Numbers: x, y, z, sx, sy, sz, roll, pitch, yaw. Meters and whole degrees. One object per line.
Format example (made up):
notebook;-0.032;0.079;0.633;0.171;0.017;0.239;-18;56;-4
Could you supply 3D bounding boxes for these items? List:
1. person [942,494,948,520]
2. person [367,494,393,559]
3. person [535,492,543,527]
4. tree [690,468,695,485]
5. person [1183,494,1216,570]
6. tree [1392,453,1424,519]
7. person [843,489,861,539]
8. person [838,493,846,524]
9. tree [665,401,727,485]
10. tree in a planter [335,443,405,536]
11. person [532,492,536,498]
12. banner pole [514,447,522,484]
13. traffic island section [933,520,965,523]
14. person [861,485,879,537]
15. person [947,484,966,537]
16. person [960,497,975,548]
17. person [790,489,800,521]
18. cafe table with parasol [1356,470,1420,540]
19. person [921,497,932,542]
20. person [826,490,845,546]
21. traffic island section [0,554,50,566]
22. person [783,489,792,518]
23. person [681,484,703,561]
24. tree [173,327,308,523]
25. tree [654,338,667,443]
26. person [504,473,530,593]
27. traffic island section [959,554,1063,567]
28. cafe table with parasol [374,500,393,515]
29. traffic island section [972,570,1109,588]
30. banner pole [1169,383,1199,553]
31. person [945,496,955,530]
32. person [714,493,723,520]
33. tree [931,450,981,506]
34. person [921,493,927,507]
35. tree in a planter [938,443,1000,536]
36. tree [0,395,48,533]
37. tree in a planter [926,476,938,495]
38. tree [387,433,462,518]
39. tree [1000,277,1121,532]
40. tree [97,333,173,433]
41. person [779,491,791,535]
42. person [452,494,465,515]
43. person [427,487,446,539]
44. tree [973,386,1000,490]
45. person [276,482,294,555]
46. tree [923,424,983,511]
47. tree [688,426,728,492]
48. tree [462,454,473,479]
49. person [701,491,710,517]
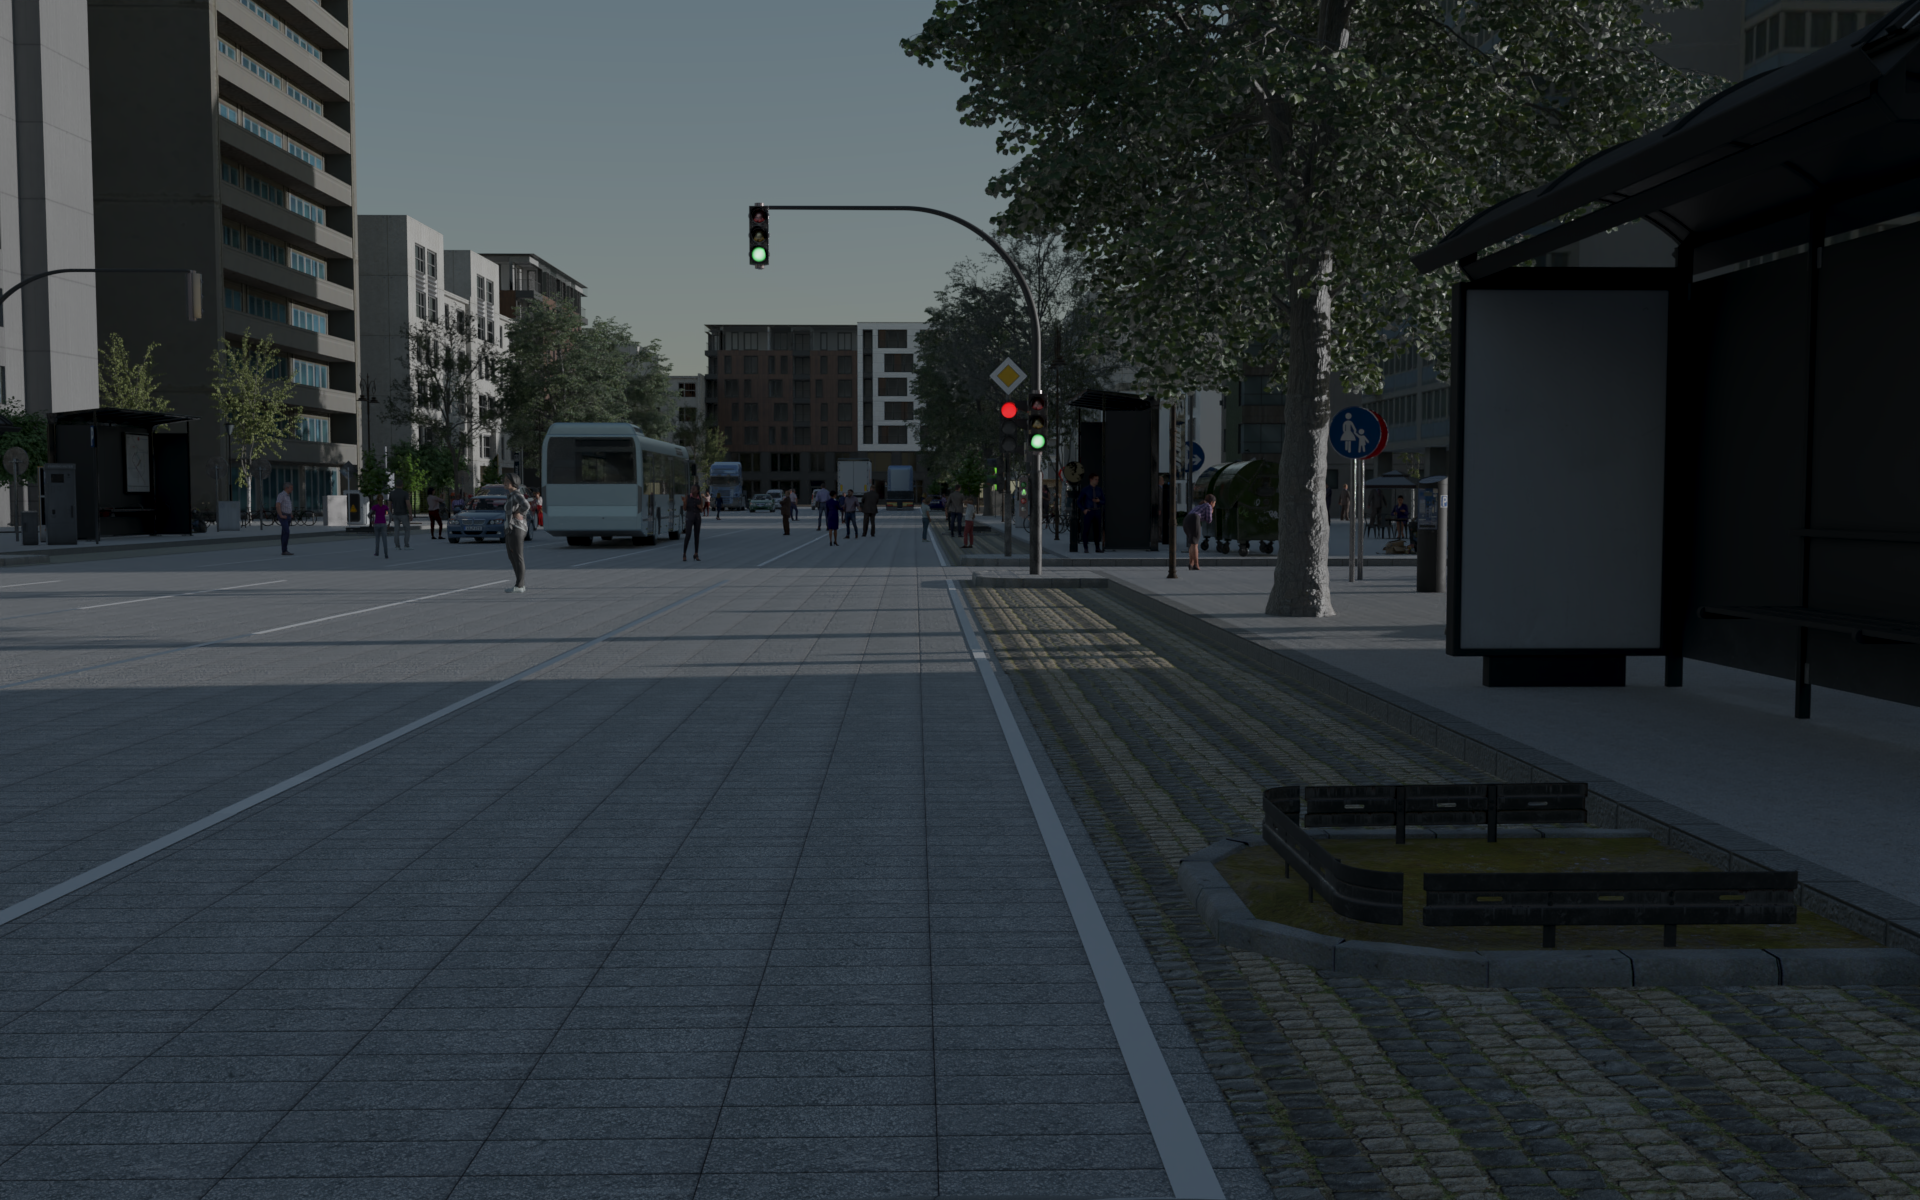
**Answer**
person;-0.730;-4.889;91.668;0.421;1.427;0.697;-3;4;-38
person;-12.903;-1.636;38.487;0.726;1.435;0.776;-2;4;-26
person;-18.499;-3.984;76.102;0.523;1.526;0.387;-3;5;-42
tree;-25.872;-10.715;158.905;4.285;4.588;4.351;0;3;0
person;4.323;-1.195;31.271;0.697;1.427;0.421;-2;4;-34
tree;22.279;-8.287;85.857;4.737;8.622;4.395;0;3;0
person;-3.496;-2.737;55.212;0.963;1.587;0.435;1;4;19
person;-5.589;-4.478;84.406;0.600;1.496;0.574;-3;4;-36
tree;-26.959;-14.642;173.802;7.601;10.594;8.767;-3;4;-36
tree in a planter;-20.232;-3.818;59.646;1.991;3.239;1.994;0;4;-2
person;-21.776;-4.777;88.873;0.482;1.546;0.388;2;4;34
banner pole;-23.403;-6.230;91.872;0.863;3.779;0.401;3;5;39
traffic island section;-0.371;-3.956;87.538;1.991;0.108;1.994;0;4;-2
person;-3.046;-3.007;58.352;0.565;1.739;0.600;-3;4;-36
person;-0.016;-2.951;57.281;0.617;1.759;0.750;2;4;30
person;0.196;-2.034;45.666;0.340;1.345;0.435;1;4;15
person;-8.924;-5.111;93.006;0.436;1.711;0.756;-3;5;-40
cafe table with parasol;12.466;-2.736;49.592;2.610;1.966;2.610;0;4;1
person;-1.014;-2.413;51.866;0.435;1.345;0.340;3;5;41
person;-3.460;-2.260;47.827;0.453;1.535;0.546;0;4;7
traffic island section;-19.905;-0.783;35.091;2.009;0.180;2.903;0;4;-2
person;-10.112;-5.708;102.760;0.756;1.711;0.436;0;4;2
person;-5.708;-1.654;37.015;0.415;1.643;0.593;1;4;22
tree;-31.608;-7.763;77.289;4.737;8.622;4.395;0;3;0
tree;-24.366;-13.212;122.666;9.857;13.997;8.962;0;3;0
person;-6.469;-0.981;25.270;0.376;1.734;0.841;-1;4;-15
traffic island section;1.009;-0.817;35.637;2.009;0.180;2.903;0;4;-2
cafe table with parasol;-35.164;-6.159;105.572;2.610;1.966;2.610;-1;4;-12
traffic island section;1.220;-0.329;27.655;2.009;0.180;2.903;0;4;-2
banner pole;4.891;-2.937;38.035;0.401;3.779;0.863;-3;5;-42
person;-0.351;-3.392;67.867;0.435;1.345;0.340;0;4;-3
person;-13.286;-5.158;95.377;0.480;1.512;0.613;0;4;-4
tree;0.616;-16.379;185.922;7.486;12.596;7.792;0;3;0
person;-1.829;-4.903;91.207;0.480;1.512;0.613;-2;4;-35
tree in a planter;0.350;-3.852;60.197;1.991;3.239;1.994;0;4;-2
tree;-31.531;-4.517;57.574;4.285;4.588;4.351;0;3;0
tree in a planter;-2.414;-10.241;164.656;1.991;3.239;1.994;0;4;-2
tree;-29.409;-6.703;93.304;4.285;4.588;4.351;0;3;0
tree;3.537;-6.665;59.336;4.360;8.622;3.978;0;3;0
tree;-37.648;-7.848;78.670;4.737;8.622;4.395;0;3;0
person;-6.081;-3.028;60.279;0.388;1.546;0.482;0;4;5
person;-16.648;-2.799;57.503;0.421;1.427;0.697;-1;4;-17
person;-16.570;-2.745;54.836;0.566;1.644;0.517;-1;4;-17
tree;2.798;-8.430;88.192;4.360;8.622;3.978;0;3;0
person;-15.825;-1.916;40.763;0.436;1.711;0.756;0;4;7
tree;1.388;-12.102;132.273;8.767;10.594;7.601;0;4;-3
tree;-26.896;-14.437;186.405;4.737;8.622;4.395;0;3;0
tree;-29.962;-7.125;100.215;4.285;4.588;4.351;0;3;0
person;-16.164;-6.123;110.077;0.566;1.644;0.517;0;4;-6
